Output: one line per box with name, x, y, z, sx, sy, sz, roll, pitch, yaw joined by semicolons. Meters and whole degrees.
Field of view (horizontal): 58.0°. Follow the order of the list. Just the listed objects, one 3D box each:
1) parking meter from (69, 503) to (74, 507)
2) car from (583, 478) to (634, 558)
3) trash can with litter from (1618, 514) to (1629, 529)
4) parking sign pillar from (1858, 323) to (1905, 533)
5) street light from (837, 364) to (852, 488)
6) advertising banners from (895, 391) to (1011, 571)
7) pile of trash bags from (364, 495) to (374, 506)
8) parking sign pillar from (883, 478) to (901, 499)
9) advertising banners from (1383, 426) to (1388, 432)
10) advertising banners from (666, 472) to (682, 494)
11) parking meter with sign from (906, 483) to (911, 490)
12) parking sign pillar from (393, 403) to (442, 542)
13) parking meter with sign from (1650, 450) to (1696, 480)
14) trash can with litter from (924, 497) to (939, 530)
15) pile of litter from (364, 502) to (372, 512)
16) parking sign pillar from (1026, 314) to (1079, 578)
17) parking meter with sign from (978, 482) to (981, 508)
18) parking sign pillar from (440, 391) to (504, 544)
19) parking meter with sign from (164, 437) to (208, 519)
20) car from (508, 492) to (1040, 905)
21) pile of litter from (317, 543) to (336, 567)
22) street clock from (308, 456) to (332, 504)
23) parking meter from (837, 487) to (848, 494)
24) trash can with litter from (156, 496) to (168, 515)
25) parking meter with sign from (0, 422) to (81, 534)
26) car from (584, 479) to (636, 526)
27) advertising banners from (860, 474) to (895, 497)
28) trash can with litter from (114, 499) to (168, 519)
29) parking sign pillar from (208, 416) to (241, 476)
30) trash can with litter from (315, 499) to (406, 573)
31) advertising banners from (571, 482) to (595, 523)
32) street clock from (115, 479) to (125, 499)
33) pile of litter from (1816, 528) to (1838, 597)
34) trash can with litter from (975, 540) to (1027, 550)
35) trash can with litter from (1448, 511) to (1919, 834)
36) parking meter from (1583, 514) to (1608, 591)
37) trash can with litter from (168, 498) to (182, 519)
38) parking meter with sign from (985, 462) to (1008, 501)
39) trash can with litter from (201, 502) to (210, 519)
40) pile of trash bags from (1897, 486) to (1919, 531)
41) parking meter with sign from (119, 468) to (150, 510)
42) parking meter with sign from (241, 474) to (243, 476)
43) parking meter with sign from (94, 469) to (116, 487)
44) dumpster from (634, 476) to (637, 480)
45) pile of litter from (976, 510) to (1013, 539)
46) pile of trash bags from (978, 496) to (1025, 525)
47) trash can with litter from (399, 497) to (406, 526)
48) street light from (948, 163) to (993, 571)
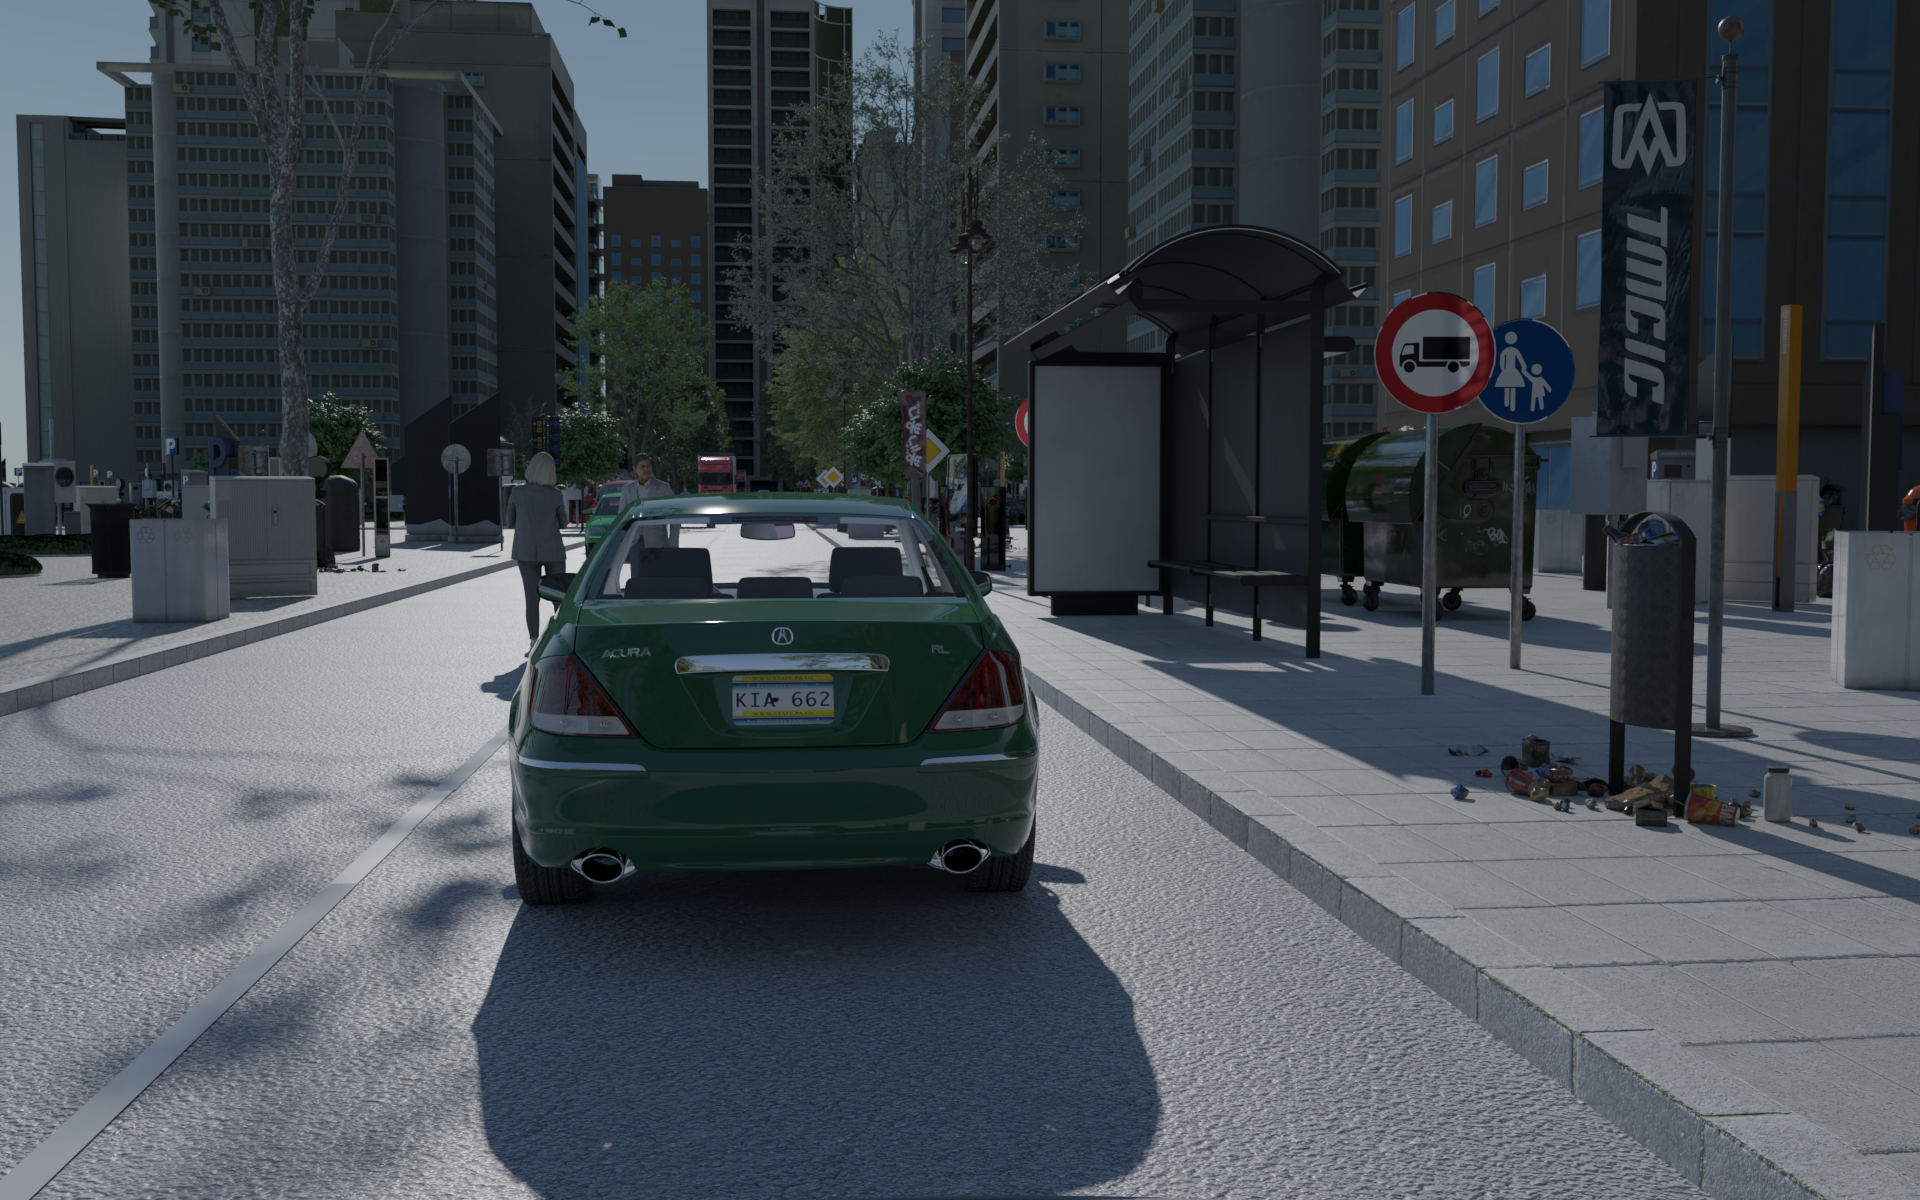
parking meter;-59.918;-6.803;116.944;0.399;1.863;0.255;0;4;5
car;-7.408;-1.842;38.916;1.959;1.807;4.718;0;4;-7
trash can with litter;11.036;-1.072;28.910;1.055;1.170;0.624;-3;5;-43
parking sign pillar;14.840;-2.414;27.941;1.447;3.967;1.447;1;4;21
street light;-4.112;-5.442;61.768;0.468;5.910;1.993;0;4;-6
advertising banners;-0.106;-2.017;29.165;2.074;3.025;0.090;2;4;25
pile of trash bags;-45.072;-7.515;132.616;1.912;1.369;3.447;1;4;20
parking sign pillar;-2.944;-5.375;76.360;1.447;3.967;1.447;2;4;23
advertising banners;10.971;-3.015;45.487;0.090;3.025;2.074;0;4;2
advertising banners;-22.657;-8.677;138.050;0.090;3.025;2.074;3;4;38
parking meter with sign;-4.156;-8.054;127.939;1.738;3.016;0.543;-2;4;-24
parking sign pillar;-14.443;-3.597;47.291;1.447;3.967;1.447;0;4;-1
parking meter with sign;12.388;-2.070;30.114;1.738;3.016;0.543;0;4;6
trash can with litter;-1.106;-3.038;61.057;0.624;1.170;1.055;-1;4;-21
pile of litter;-33.083;-5.072;96.894;1.176;0.858;1.719;-3;5;-44
parking sign pillar;1.728;-2.312;26.269;1.447;3.967;1.447;-2;4;-32
parking meter with sign;0.949;-6.960;110.049;1.738;3.016;0.543;-2;4;-24
parking sign pillar;-12.715;-3.481;45.379;1.447;3.967;1.447;-1;4;-21
parking meter with sign;-23.931;-3.545;54.216;0.543;3.016;1.738;2;4;27
car;-0.827;0.259;7.557;2.131;1.459;4.920;0;4;-7
pile of litter;-11.636;-0.990;30.155;1.176;0.858;1.719;3;5;44
street clock;-12.245;-1.743;33.071;0.471;2.002;0.358;0;4;4
parking meter;-3.986;-3.076;58.704;0.372;1.533;0.369;0;3;0
trash can with litter;-32.192;-3.634;70.479;2.233;1.210;1.678;1;4;13
parking meter with sign;-22.471;-2.815;42.285;1.738;3.016;0.543;-2;4;-29
car;-8.461;-2.201;44.654;2.281;1.827;5.304;0;4;-7
advertising banners;-2.561;-3.909;60.104;2.074;3.025;0.090;0;4;1
trash can with litter;-19.299;-1.785;40.564;0.624;1.170;1.055;3;5;40
parking sign pillar;-25.119;-4.325;59.187;1.447;3.967;1.447;3;4;38
trash can with litter;-10.267;-1.057;28.334;2.233;1.210;1.678;0;4;-7
advertising banners;-16.819;-4.867;75.770;2.074;3.025;0.090;-2;4;-34
street clock;-40.131;-4.786;82.821;0.471;2.002;0.358;2;4;34
pile of litter;11.277;-0.470;21.654;1.719;0.858;1.176;-3;5;-43
trash can with litter;0.836;-1.831;40.990;1.678;1.210;2.233;0;4;-4
trash can with litter;2.879;0.218;7.496;1.678;1.210;2.233;-1;4;-8
parking meter;8.523;-0.899;23.114;0.372;1.533;0.369;0;3;0
trash can with litter;-21.340;-2.131;46.227;1.055;1.170;0.624;1;4;11
parking meter with sign;2.168;-5.881;92.414;1.738;3.016;0.543;1;4;17
trash can with litter;-10.077;-0.786;24.239;1.055;1.170;0.624;0;4;-1
pile of trash bags;10.416;-0.388;16.097;1.912;1.369;3.447;-2;4;-30
parking meter with sign;-55.464;-7.352;116.463;1.738;3.016;0.543;-3;5;-45
parking meter with sign;-51.927;-8.013;127.269;1.738;3.016;0.543;0;4;-5
parking meter with sign;-60.631;-7.735;122.732;0.543;3.016;1.738;1;4;12
dumpster;-17.504;-5.577;93.674;1.502;2.255;1.985;0;4;-7
pile of litter;0.993;-2.207;50.046;1.176;0.858;1.719;1;4;10
pile of trash bags;2.646;-3.822;72.243;3.447;1.369;1.912;-1;4;-16
trash can with litter;-22.127;-3.592;70.121;0.624;1.170;1.055;2;4;28
street light;0.140;-3.170;24.611;0.468;5.910;1.993;0;4;-6
